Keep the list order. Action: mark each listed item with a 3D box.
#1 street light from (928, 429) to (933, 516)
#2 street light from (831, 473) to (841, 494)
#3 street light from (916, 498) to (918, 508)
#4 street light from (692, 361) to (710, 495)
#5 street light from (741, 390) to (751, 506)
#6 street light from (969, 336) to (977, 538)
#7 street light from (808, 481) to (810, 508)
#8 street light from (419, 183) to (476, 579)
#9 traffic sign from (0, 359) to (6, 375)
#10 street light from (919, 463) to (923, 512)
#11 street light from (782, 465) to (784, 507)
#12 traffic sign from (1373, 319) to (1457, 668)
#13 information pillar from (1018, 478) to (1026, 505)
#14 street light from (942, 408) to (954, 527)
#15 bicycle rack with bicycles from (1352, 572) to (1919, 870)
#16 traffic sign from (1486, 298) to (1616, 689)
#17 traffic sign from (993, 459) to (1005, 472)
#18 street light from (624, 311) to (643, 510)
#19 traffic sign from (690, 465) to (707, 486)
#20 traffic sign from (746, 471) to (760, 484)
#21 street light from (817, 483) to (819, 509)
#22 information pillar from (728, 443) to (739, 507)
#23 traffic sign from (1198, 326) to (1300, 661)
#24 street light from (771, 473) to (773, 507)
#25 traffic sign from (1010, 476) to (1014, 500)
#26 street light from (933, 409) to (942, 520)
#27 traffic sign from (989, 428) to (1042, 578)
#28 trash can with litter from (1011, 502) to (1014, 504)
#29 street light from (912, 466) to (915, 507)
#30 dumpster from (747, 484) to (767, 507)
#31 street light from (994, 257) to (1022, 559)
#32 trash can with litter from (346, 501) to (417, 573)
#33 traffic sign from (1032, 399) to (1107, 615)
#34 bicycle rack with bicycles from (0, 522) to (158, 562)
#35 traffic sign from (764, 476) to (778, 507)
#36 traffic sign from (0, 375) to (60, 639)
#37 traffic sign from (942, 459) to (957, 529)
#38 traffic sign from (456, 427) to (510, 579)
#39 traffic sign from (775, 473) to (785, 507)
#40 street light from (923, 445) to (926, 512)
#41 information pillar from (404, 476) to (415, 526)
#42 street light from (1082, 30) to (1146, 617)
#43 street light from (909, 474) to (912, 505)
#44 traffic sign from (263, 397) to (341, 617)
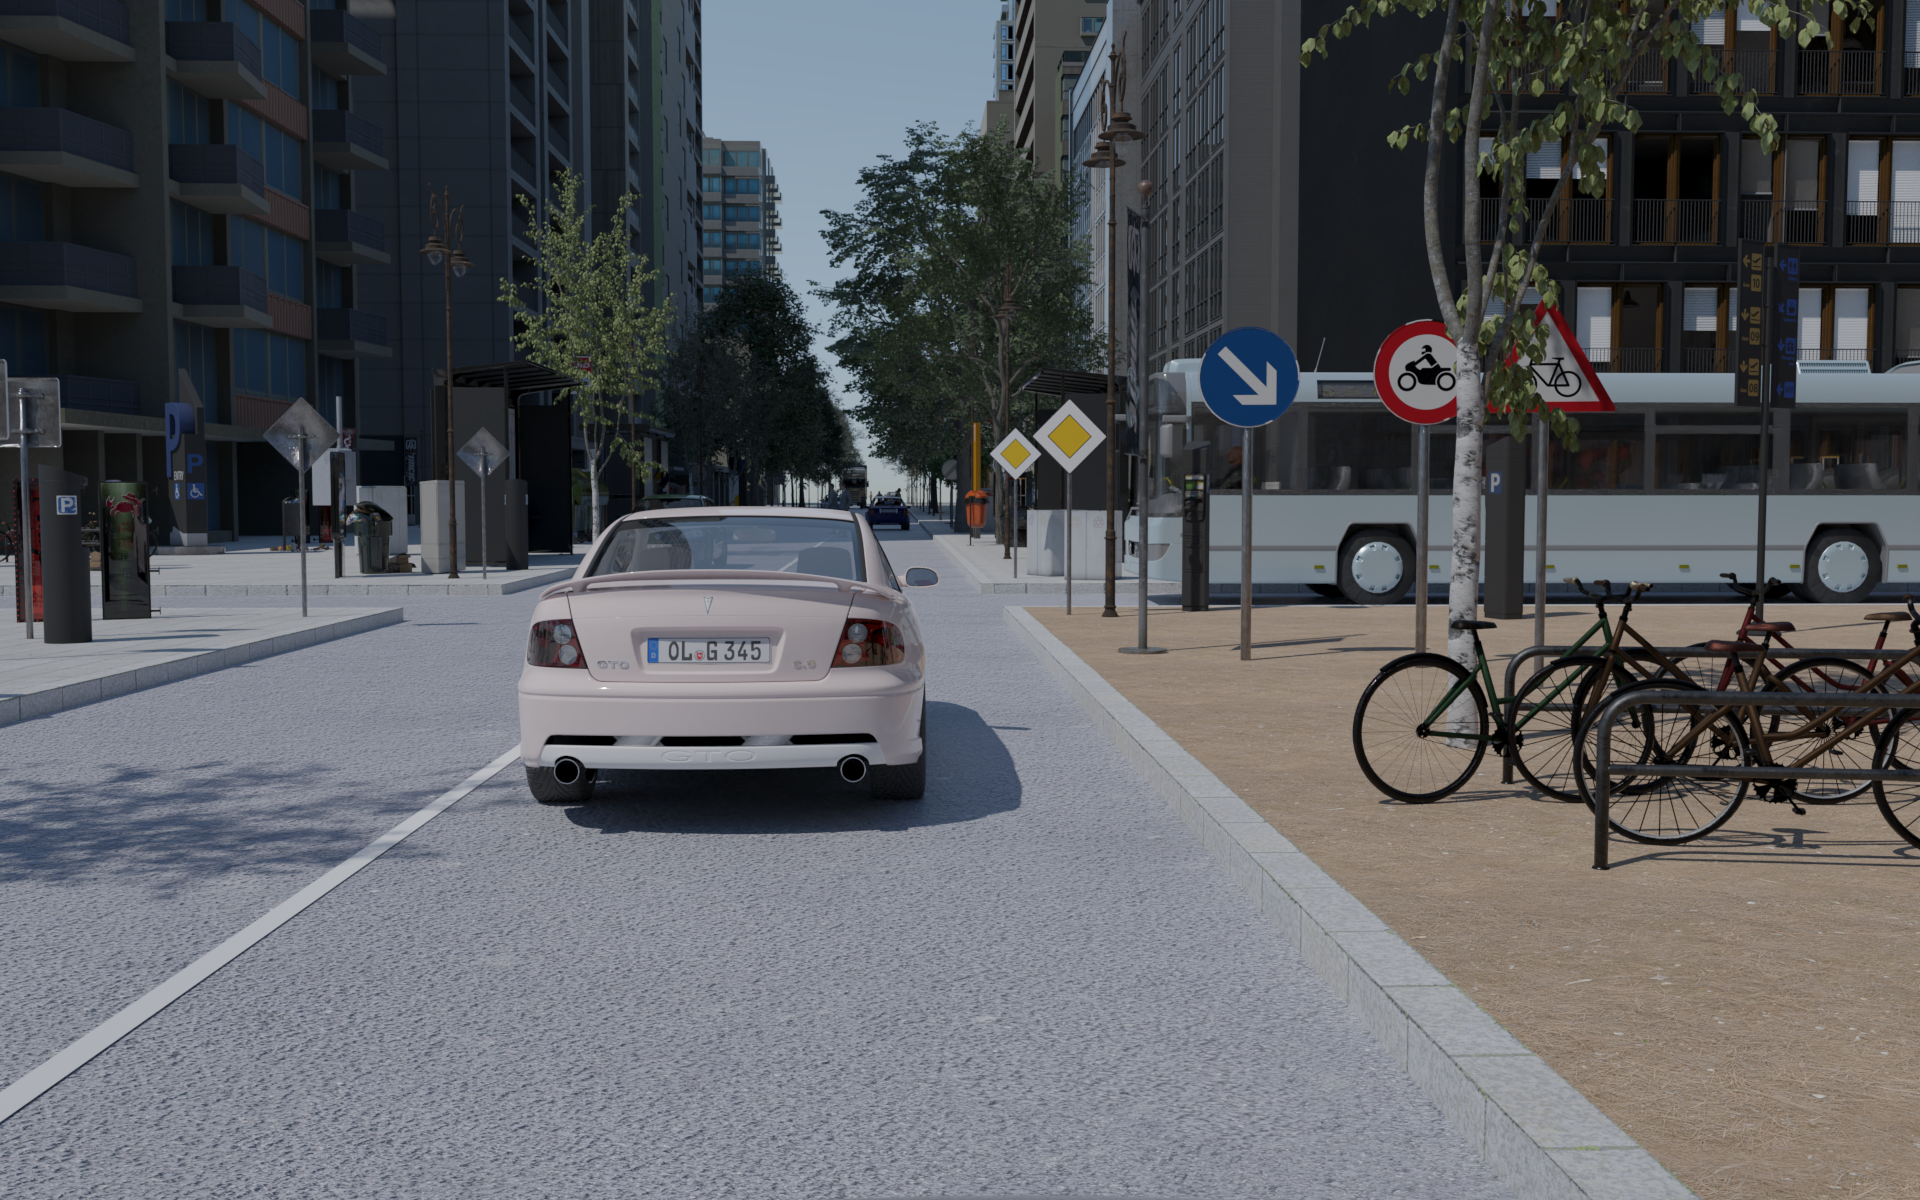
[{"bbox_3d":[-1.540,-7.842,101.012,0.468,5.910,1.993,0,4,-2],"label":"street light"},{"bbox_3d":[-14.524,-14.053,202.547,0.468,5.910,1.993,0,4,-2],"label":"street light"},{"bbox_3d":[-3.290,-10.435,143.392,0.468,5.910,1.993,0,4,-2],"label":"street light"},{"bbox_3d":[-9.008,-5.349,60.244,0.468,5.910,1.993,0,4,-2],"label":"street light"},{"bbox_3d":[-9.578,-6.387,77.218,0.468,5.910,1.993,0,4,-2],"label":"street light"},{"bbox_3d":[0.364,-4.771,50.798,0.468,5.910,1.993,0,4,-2],"label":"street light"},{"bbox_3d":[-11.873,-9.991,136.140,0.468,5.910,1.993,0,4,-2],"label":"street light"},{"bbox_3d":[-7.695,-3.264,26.147,0.468,5.910,1.993,0,4,-2],"label":"street light"},{"bbox_3d":[-7.538,-0.677,13.198,0.606,2.300,0.079,0,4,5],"label":"traffic sign"},{"bbox_3d":[-2.673,-9.419,126.793,0.468,5.910,1.993,0,4,-2],"label":"street light"},{"bbox_3d":[-10.507,-7.943,102.653,0.468,5.910,1.993,0,4,-2],"label":"street light"},{"bbox_3d":[3.404,-0.772,12.722,0.768,2.556,0.104,0,4,4],"label":"traffic sign"},{"bbox_3d":[2.858,-4.625,80.107,0.304,2.012,0.304,-2,4,-25],"label":"information pillar"},{"bbox_3d":[-0.333,-5.795,67.544,0.468,5.910,1.993,0,4,-2],"label":"street light"},{"bbox_3d":[3.041,0.402,6.813,2.925,0.926,2.852,1,4,9],"label":"bicycle rack with bicycles"},{"bbox_3d":[3.808,-0.693,11.328,0.884,2.594,0.081,0,4,6],"label":"traffic sign"},{"bbox_3d":[1.381,-3.159,51.764,0.768,2.556,0.104,0,4,7],"label":"traffic sign"},{"bbox_3d":[-8.237,-4.334,43.651,0.468,5.910,1.993,0,4,-2],"label":"street light"},{"bbox_3d":[-11.484,-4.639,75.949,0.768,2.556,0.104,0,4,-1],"label":"traffic sign"},{"bbox_3d":[-11.038,-5.650,92.476,0.768,2.556,0.104,0,4,2],"label":"traffic sign"},{"bbox_3d":[-12.531,-11.006,152.737,0.468,5.910,1.993,0,4,-2],"label":"street light"},{"bbox_3d":[-10.231,-5.312,78.199,0.504,3.616,0.183,-3,5,-39],"label":"information pillar"},{"bbox_3d":[2.205,-0.806,13.286,0.768,2.556,0.104,0,4,7],"label":"traffic sign"},{"bbox_3d":[-10.189,-7.403,93.819,0.468,5.910,1.993,0,4,-2],"label":"street light"},{"bbox_3d":[1.921,-3.993,65.398,0.768,2.556,0.104,0,4,4],"label":"traffic sign"},{"bbox_3d":[-0.956,-6.827,84.411,0.468,5.910,1.993,0,4,-2],"label":"street light"},{"bbox_3d":[0.840,-1.385,26.289,0.795,2.450,0.064,0,4,-2],"label":"traffic sign"},{"bbox_3d":[1.857,-2.957,59.728,1.055,1.170,0.624,2,4,34],"label":"trash can with litter"},{"bbox_3d":[-3.976,-11.453,160.044,0.468,5.910,1.993,0,4,-2],"label":"street light"},{"bbox_3d":[-11.869,-5.778,100.236,1.264,1.857,1.865,0,4,-2],"label":"dumpster"},{"bbox_3d":[0.936,-3.746,34.029,0.468,5.910,1.993,0,4,-2],"label":"street light"},{"bbox_3d":[-9.385,-1.023,28.118,0.624,1.170,1.055,2,4,24],"label":"trash can with litter"},{"bbox_3d":[1.152,-0.897,18.309,0.795,2.450,0.064,0,4,-2],"label":"traffic sign"},{"bbox_3d":[-17.095,-1.231,33.509,2.925,0.926,2.852,-1,4,-13],"label":"bicycle rack with bicycles"},{"bbox_3d":[-10.577,-5.923,96.946,0.768,2.556,0.104,0,4,-1],"label":"traffic sign"},{"bbox_3d":[-8.234,-0.804,15.272,0.606,2.300,0.079,0,4,-2],"label":"traffic sign"},{"bbox_3d":[-0.290,-3.880,63.540,0.768,2.556,0.104,0,4,3],"label":"traffic sign"},{"bbox_3d":[-7.149,-1.367,25.998,0.795,2.450,0.064,0,4,-2],"label":"traffic sign"},{"bbox_3d":[-10.263,-5.968,97.680,0.768,2.556,0.104,0,4,2],"label":"traffic sign"},{"bbox_3d":[-1.934,-8.357,109.420,0.468,5.910,1.993,0,4,-2],"label":"street light"},{"bbox_3d":[-22.195,-3.998,69.860,0.304,2.012,0.304,0,4,7],"label":"information pillar"},{"bbox_3d":[1.569,-2.761,17.925,0.468,5.910,1.993,0,4,-2],"label":"street light"},{"bbox_3d":[-4.725,-12.514,177.399,0.468,5.910,1.993,0,4,-2],"label":"street light"},{"bbox_3d":[-6.837,-0.879,18.019,0.795,2.450,0.064,0,4,-2],"label":"traffic sign"}]
